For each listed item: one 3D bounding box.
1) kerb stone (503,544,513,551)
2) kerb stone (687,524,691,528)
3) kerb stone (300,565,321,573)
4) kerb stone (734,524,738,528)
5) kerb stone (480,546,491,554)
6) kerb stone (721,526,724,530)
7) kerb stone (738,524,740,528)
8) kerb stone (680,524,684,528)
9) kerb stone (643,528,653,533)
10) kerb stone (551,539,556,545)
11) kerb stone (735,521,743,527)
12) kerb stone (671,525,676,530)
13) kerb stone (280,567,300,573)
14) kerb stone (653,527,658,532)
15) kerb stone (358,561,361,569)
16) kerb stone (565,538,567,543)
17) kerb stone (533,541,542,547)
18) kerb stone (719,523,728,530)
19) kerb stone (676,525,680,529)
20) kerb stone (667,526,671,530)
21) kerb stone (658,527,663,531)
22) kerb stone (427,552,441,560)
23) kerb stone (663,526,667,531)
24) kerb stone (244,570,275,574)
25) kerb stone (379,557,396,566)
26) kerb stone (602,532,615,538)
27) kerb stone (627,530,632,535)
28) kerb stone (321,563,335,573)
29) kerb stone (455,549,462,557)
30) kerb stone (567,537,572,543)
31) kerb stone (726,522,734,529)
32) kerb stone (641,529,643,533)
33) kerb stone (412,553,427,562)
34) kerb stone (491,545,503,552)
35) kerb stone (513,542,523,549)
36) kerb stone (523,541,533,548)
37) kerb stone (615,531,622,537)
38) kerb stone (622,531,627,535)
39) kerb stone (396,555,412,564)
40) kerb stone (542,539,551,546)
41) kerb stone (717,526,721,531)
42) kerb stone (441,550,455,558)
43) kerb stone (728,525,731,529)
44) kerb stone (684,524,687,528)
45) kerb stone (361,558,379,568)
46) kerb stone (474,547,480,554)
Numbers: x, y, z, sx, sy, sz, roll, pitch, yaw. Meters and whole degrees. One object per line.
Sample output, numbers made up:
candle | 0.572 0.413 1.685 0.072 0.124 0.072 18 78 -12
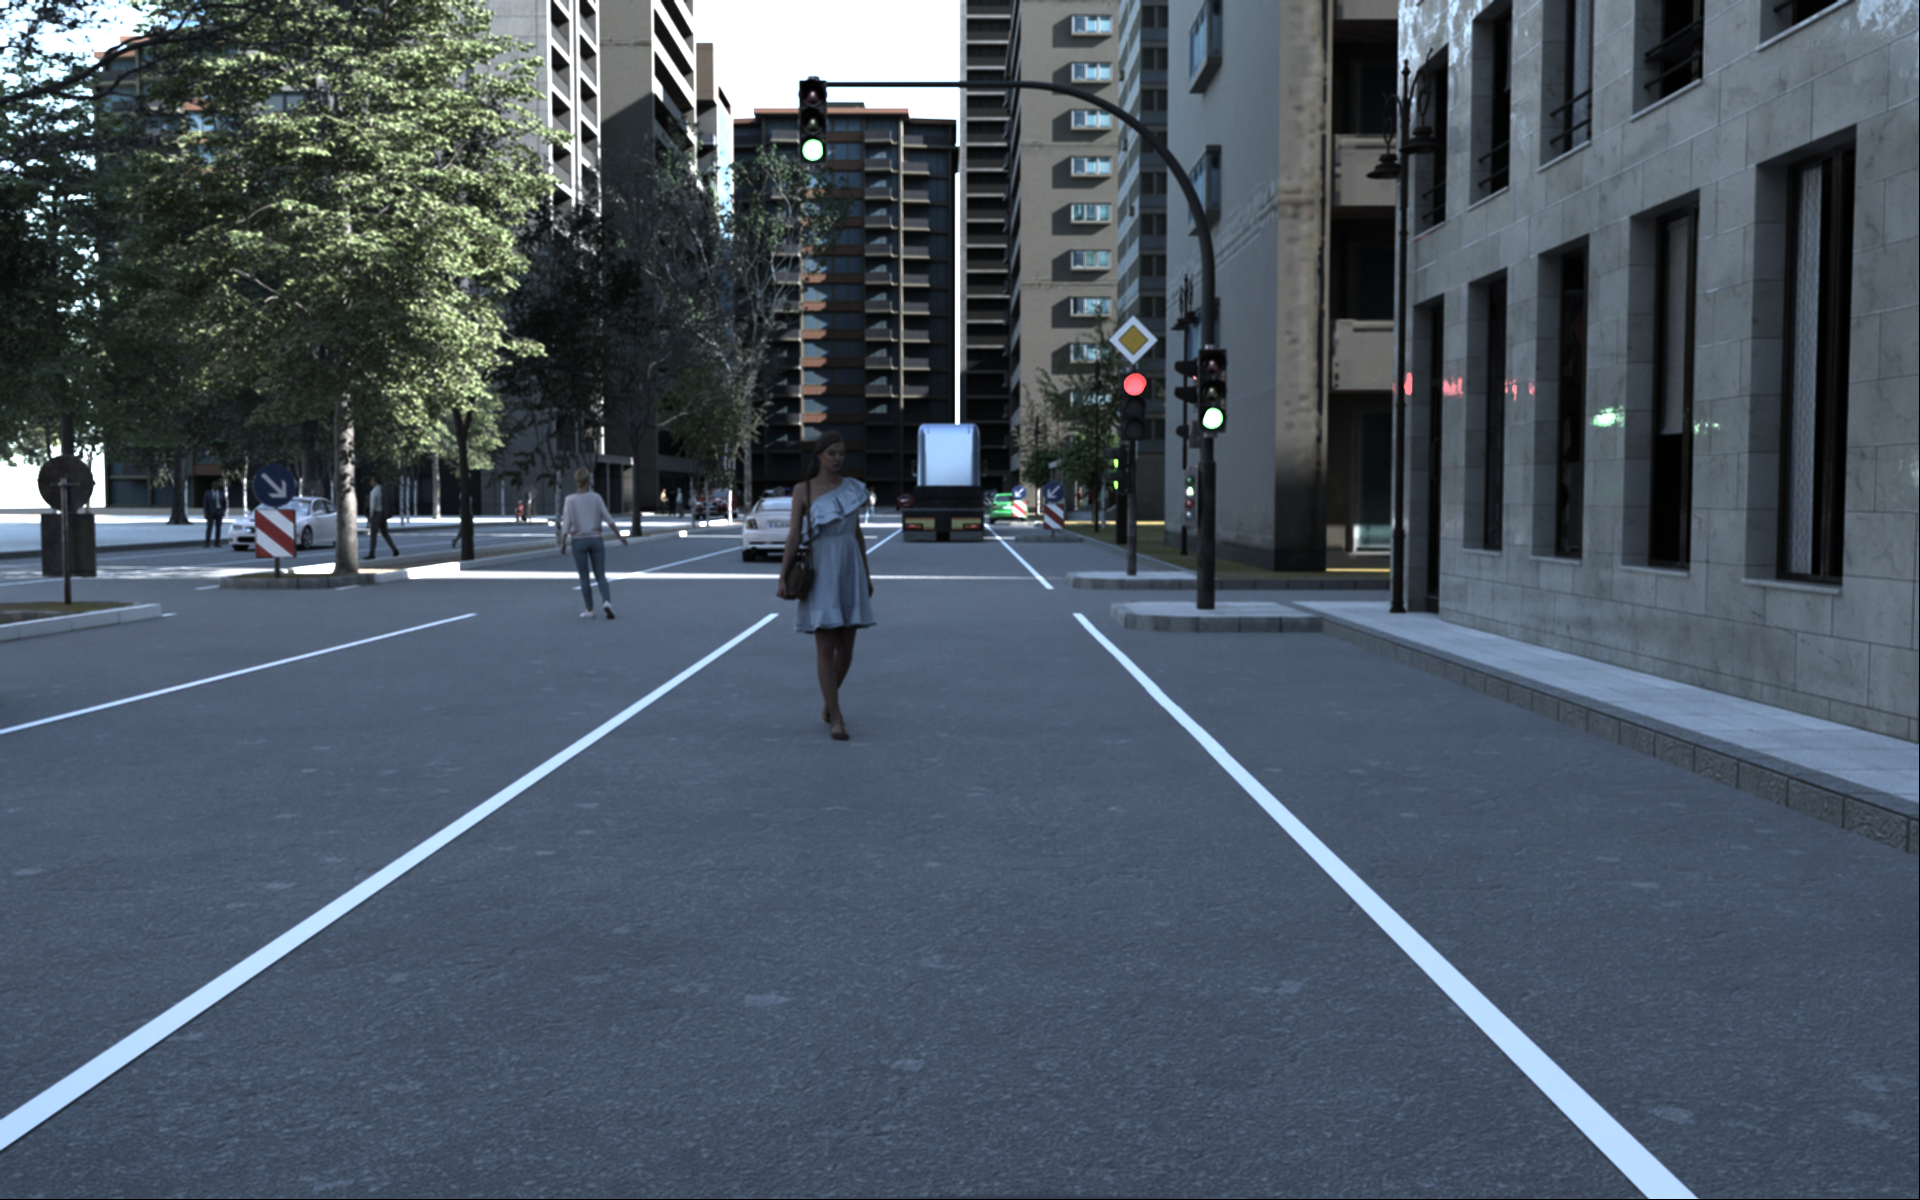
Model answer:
kerb stone | -11.545 -1.313 43.740 0.120 0.150 1.000 0 4 0
kerb stone | -11.647 -3.133 73.461 0.120 0.150 1.000 0 4 0
kerb stone | -11.502 -0.502 30.413 0.120 0.150 1.000 0 4 0
kerb stone | -9.539 -3.076 72.481 0.120 0.150 1.000 0 4 0
kerb stone | -11.538 -1.192 41.692 0.120 0.150 1.000 0 4 0
kerb stone | -9.526 -2.825 68.386 0.120 0.150 1.000 0 4 0
kerb stone | -9.548 -3.139 73.510 0.120 0.150 1.000 0 4 0
kerb stone | -11.641 -3.008 71.405 0.120 0.150 1.000 0 4 0
kerb stone | -11.618 -2.569 64.237 0.120 0.150 1.000 0 4 0
kerb stone | -11.563 -1.630 48.873 0.120 0.150 1.000 0 4 0
kerb stone | -9.554 -3.201 74.535 0.120 0.150 1.000 0 4 0
kerb stone | -11.636 -2.885 69.360 0.120 0.150 1.000 0 4 0
kerb stone | -11.497 -0.440 29.390 0.120 0.150 1.000 0 4 0
kerb stone | -11.615 -2.634 65.259 0.120 0.150 1.000 0 4 0
kerb stone | -11.503 -0.628 32.467 0.120 0.150 1.000 0 4 0
kerb stone | -11.561 -1.694 49.897 0.120 0.150 1.000 0 4 0
kerb stone | -11.553 -1.506 46.818 0.120 0.150 1.000 0 4 0
kerb stone | -9.538 -2.888 69.408 0.120 0.150 1.000 0 4 0
kerb stone | -11.638 -2.946 70.382 0.120 0.150 1.000 0 4 0
kerb stone | -11.627 -2.820 68.336 0.120 0.150 1.000 0 4 0
kerb stone | -11.622 -2.696 66.282 0.120 0.150 1.000 0 4 0
kerb stone | -11.524 -0.938 37.590 0.120 0.150 1.000 0 4 0
kerb stone | -11.622 -2.759 67.306 0.120 0.150 1.000 0 4 0
kerb stone | -11.495 -0.377 28.366 0.120 0.150 1.000 0 4 0
kerb stone | -11.516 -0.754 34.522 0.120 0.150 1.000 0 4 0
kerb stone | -11.599 -2.132 57.062 0.120 0.150 1.000 0 4 0
kerb stone | -11.607 -2.319 60.141 0.120 0.150 1.000 0 4 0
kerb stone | -11.508 -0.566 31.445 0.120 0.150 1.000 0 4 0
kerb stone | -11.531 -1.061 39.642 0.120 0.150 1.000 0 4 0
kerb stone | -11.574 -1.756 50.921 0.120 0.150 1.000 0 4 0
kerb stone | -9.540 -3.013 71.458 0.120 0.150 1.000 0 4 0
kerb stone | -11.615 -2.441 62.191 0.120 0.150 1.000 0 4 0
kerb stone | -11.516 -0.875 36.567 0.120 0.150 1.000 0 4 0
kerb stone | -11.536 -1.253 42.717 0.120 0.150 1.000 0 4 0
kerb stone | -11.544 -1.381 44.769 0.120 0.150 1.000 0 4 0
kerb stone | -11.549 -1.443 45.793 0.120 0.150 1.000 0 4 0
kerb stone | -11.594 -2.194 58.088 0.120 0.150 1.000 0 4 0
kerb stone | -11.596 -2.258 59.111 0.120 0.150 1.000 0 4 0
kerb stone | -11.517 -0.816 35.544 0.120 0.150 1.000 0 4 0
kerb stone | -11.553 -1.560 47.843 0.120 0.150 1.000 0 4 0
kerb stone | -9.523 -2.762 67.353 0.120 0.150 1.000 0 4 0
kerb stone | -11.527 -1.003 38.613 0.120 0.150 1.000 0 4 0
kerb stone | -9.536 -2.951 70.436 0.120 0.150 1.000 0 4 0
kerb stone | -11.641 -3.072 72.427 0.120 0.150 1.000 0 4 0
kerb stone | -11.514 -0.685 33.499 0.120 0.150 1.000 0 4 0
kerb stone | -11.532 -1.127 40.670 0.120 0.150 1.000 0 4 0
